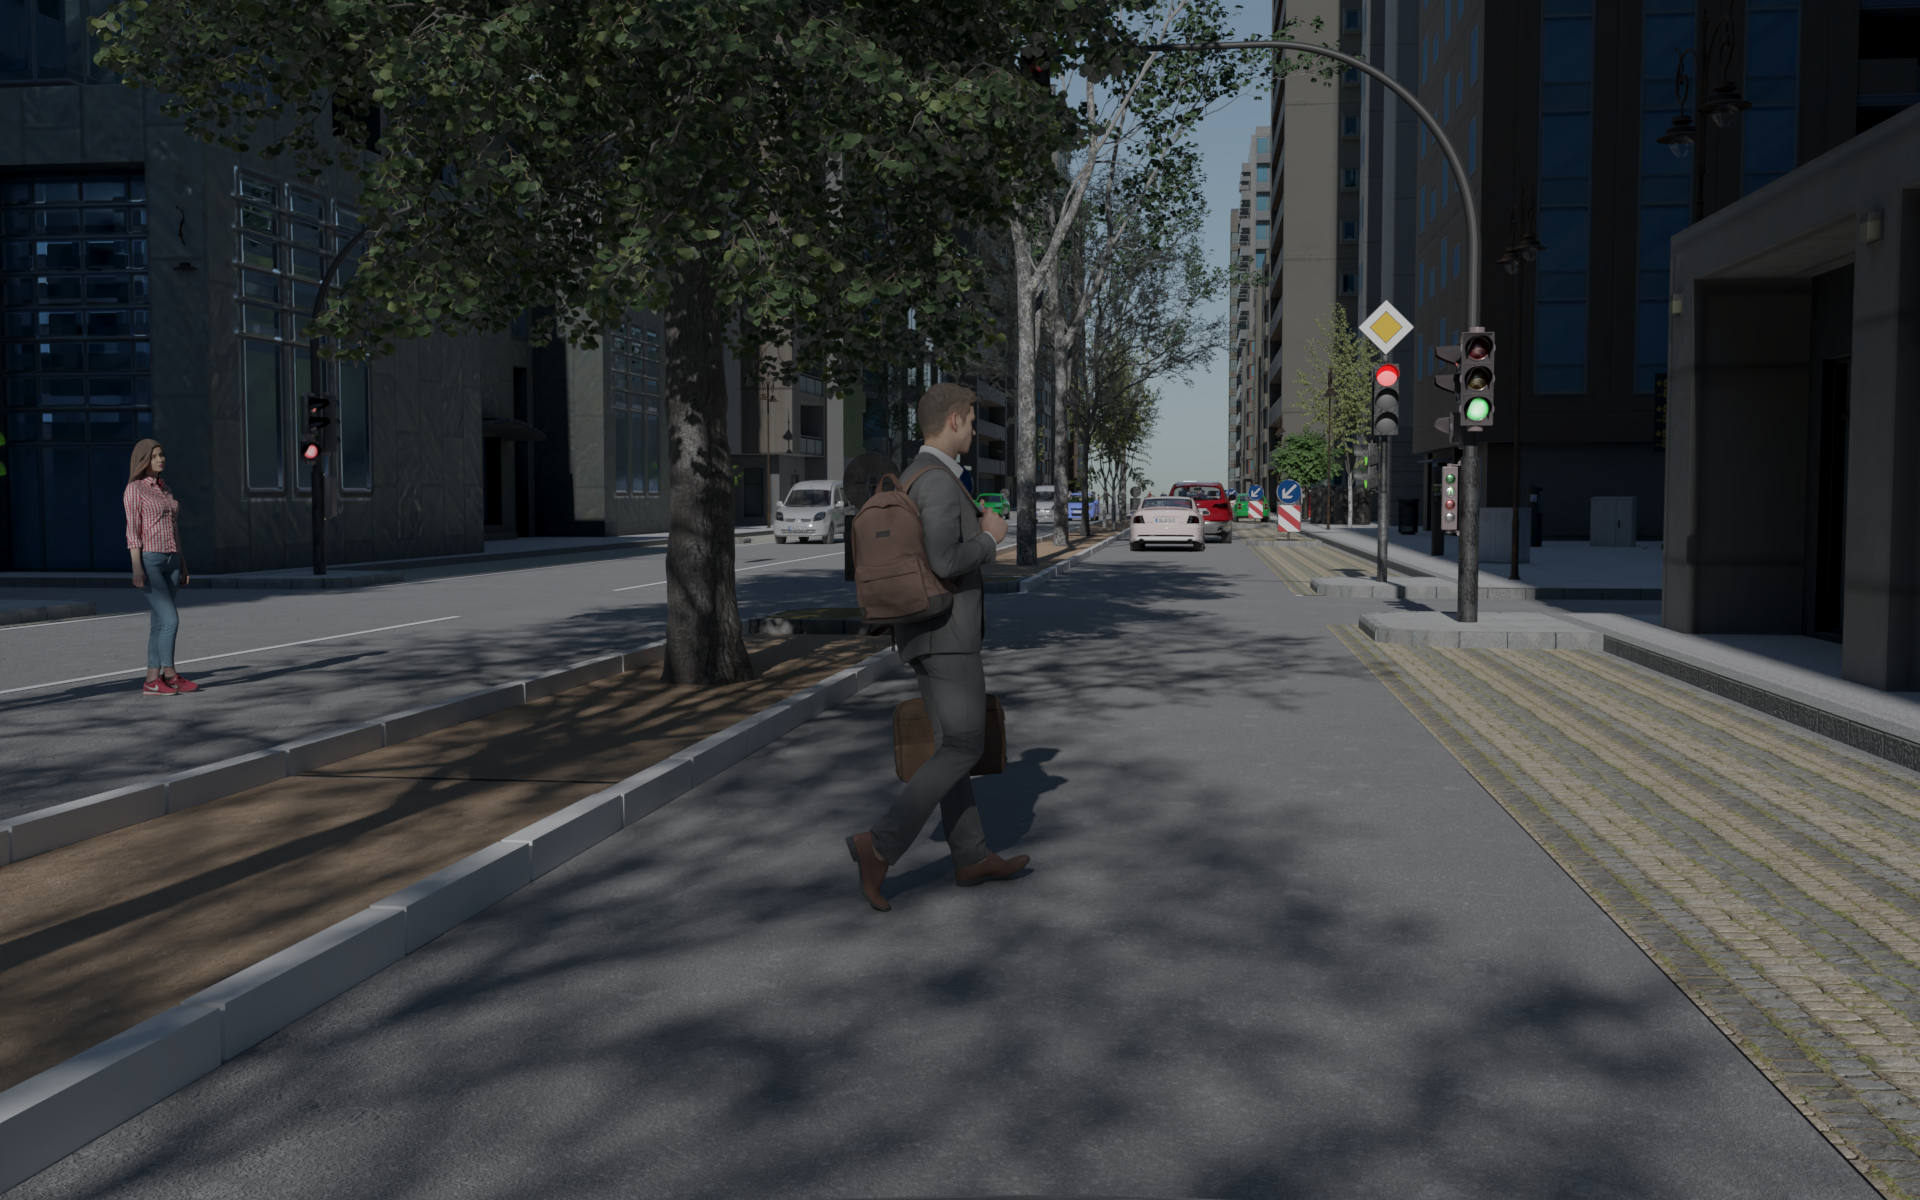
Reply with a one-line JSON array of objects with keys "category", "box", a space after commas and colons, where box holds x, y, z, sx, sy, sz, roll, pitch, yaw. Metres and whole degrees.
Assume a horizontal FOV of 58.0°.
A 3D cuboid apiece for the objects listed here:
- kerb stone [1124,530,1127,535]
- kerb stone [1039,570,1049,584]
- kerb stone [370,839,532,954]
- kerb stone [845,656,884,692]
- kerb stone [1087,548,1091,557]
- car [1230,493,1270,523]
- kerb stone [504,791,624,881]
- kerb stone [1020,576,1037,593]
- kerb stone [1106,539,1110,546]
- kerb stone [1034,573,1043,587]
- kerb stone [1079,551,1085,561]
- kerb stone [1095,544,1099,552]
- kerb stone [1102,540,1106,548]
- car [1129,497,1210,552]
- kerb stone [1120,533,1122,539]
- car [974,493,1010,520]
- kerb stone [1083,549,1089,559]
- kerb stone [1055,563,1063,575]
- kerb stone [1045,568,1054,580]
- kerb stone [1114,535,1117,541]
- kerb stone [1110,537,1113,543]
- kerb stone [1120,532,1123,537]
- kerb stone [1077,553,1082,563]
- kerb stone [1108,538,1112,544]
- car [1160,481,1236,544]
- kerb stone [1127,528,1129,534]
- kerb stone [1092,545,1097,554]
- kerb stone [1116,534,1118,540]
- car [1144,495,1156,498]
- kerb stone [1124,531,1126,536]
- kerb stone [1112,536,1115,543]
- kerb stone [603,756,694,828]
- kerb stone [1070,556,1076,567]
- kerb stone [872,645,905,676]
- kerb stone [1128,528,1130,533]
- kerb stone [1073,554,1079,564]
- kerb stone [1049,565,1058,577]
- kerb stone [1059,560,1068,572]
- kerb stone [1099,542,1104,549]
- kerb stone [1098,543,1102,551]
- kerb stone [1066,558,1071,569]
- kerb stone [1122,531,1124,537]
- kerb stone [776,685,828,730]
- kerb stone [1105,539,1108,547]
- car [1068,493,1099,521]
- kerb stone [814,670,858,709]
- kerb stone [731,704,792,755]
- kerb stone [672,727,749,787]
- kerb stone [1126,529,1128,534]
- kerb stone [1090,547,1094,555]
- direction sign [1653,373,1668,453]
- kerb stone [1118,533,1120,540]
[{"category": "kerb stone", "box": [5.453, -2.195, 58.225, 0.120, 0.150, 1.000, 0, 4, 8]}, {"category": "kerb stone", "box": [1.281, -0.338, 27.717, 0.120, 0.150, 1.000, 0, 4, 8]}, {"category": "kerb stone", "box": [-1.712, 0.997, 5.890, 0.120, 0.150, 1.000, 0, 4, 8]}, {"category": "kerb stone", "box": [-0.737, 0.564, 12.998, 0.120, 0.150, 1.000, 0, 4, 8]}, {"category": "kerb stone", "box": [2.806, -1.023, 38.915, 0.120, 0.150, 1.000, 0, 4, 8]}, {"category": "car", "box": [14.687, -4.825, 87.678, 1.959, 1.807, 4.718, 0, 4, 6]}, {"category": "kerb stone", "box": [-1.574, 0.935, 6.913, 0.120, 0.150, 1.000, 0, 4, 8]}, {"category": "kerb stone", "box": [0.996, -0.213, 25.693, 0.120, 0.150, 1.000, 0, 4, 8]}, {"category": "kerb stone", "box": [3.914, -1.518, 47.037, 0.120, 0.150, 1.000, 0, 4, 8]}, {"category": "kerb stone", "box": [1.136, -0.272, 26.705, 0.120, 0.150, 1.000, 0, 4, 8]}, {"category": "kerb stone", "box": [2.523, -0.895, 36.869, 0.120, 0.150, 1.000, 0, 4, 8]}, {"category": "kerb stone", "box": [3.225, -1.209, 41.966, 0.120, 0.150, 1.000, 0, 4, 8]}, {"category": "kerb stone", "box": [3.643, -1.395, 45.007, 0.120, 0.150, 1.000, 0, 4, 8]}, {"category": "car", "box": [5.373, -1.972, 44.612, 2.083, 1.381, 4.827, 1, 4, 9]}, {"category": "kerb stone", "box": [4.893, -1.955, 54.159, 0.120, 0.150, 1.000, 0, 4, 8]}, {"category": "car", "box": [1.719, -5.349, 96.256, 1.959, 1.807, 4.718, 1, 4, 9]}, {"category": "kerb stone", "box": [2.667, -0.960, 37.897, 0.120, 0.150, 1.000, 0, 4, 8]}, {"category": "kerb stone", "box": [1.694, -0.524, 30.768, 0.120, 0.150, 1.000, 0, 4, 8]}, {"category": "kerb stone", "box": [1.414, -0.400, 28.738, 0.120, 0.150, 1.000, 0, 4, 8]}, {"category": "kerb stone", "box": [4.475, -1.768, 51.103, 0.120, 0.150, 1.000, 0, 4, 8]}, {"category": "kerb stone", "box": [4.191, -1.644, 49.077, 0.120, 0.150, 1.000, 0, 4, 8]}, {"category": "kerb stone", "box": [5.031, -2.017, 55.173, 0.120, 0.150, 1.000, 0, 4, 8]}, {"category": "kerb stone", "box": [2.386, -0.835, 35.852, 0.120, 0.150, 1.000, 0, 4, 8]}, {"category": "kerb stone", "box": [4.060, -1.582, 48.063, 0.120, 0.150, 1.000, 0, 4, 8]}, {"category": "car", "box": [7.097, -2.633, 51.718, 2.281, 1.827, 5.304, 1, 4, 8]}, {"category": "kerb stone", "box": [5.722, -2.328, 60.255, 0.120, 0.150, 1.000, 0, 4, 8]}, {"category": "kerb stone", "box": [3.087, -1.147, 40.954, 0.120, 0.150, 1.000, 0, 4, 8]}, {"category": "kerb stone", "box": [4.608, -1.826, 52.118, 0.120, 0.150, 1.000, 0, 4, 8]}, {"category": "car", "box": [27.363, -14.408, 248.157, 1.945, 1.354, 3.894, 1, 4, 8]}, {"category": "kerb stone", "box": [5.305, -2.134, 57.214, 0.120, 0.150, 1.000, 0, 4, 8]}, {"category": "kerb stone", "box": [4.334, -1.706, 50.090, 0.120, 0.150, 1.000, 0, 4, 8]}, {"category": "kerb stone", "box": [-1.432, 0.877, 7.925, 0.120, 0.150, 1.000, 0, 4, 8]}, {"category": "kerb stone", "box": [2.114, -0.711, 33.812, 0.120, 0.150, 1.000, 0, 4, 8]}, {"category": "kerb stone", "box": [-0.603, 0.500, 14.014, 0.120, 0.150, 1.000, 0, 4, 8]}, {"category": "kerb stone", "box": [5.858, -2.390, 61.268, 0.120, 0.150, 1.000, 0, 4, 8]}, {"category": "kerb stone", "box": [2.246, -0.772, 34.831, 0.120, 0.150, 1.000, 0, 4, 8]}, {"category": "kerb stone", "box": [1.546, -0.462, 29.754, 0.120, 0.150, 1.000, 0, 4, 8]}, {"category": "kerb stone", "box": [1.832, -0.587, 31.786, 0.120, 0.150, 1.000, 0, 4, 8]}, {"category": "kerb stone", "box": [3.500, -1.333, 43.994, 0.120, 0.150, 1.000, 0, 4, 8]}, {"category": "kerb stone", "box": [3.363, -1.271, 42.979, 0.120, 0.150, 1.000, 0, 4, 8]}, {"category": "kerb stone", "box": [1.967, -0.648, 32.801, 0.120, 0.150, 1.000, 0, 4, 8]}, {"category": "kerb stone", "box": [5.171, -2.079, 56.188, 0.120, 0.150, 1.000, 0, 4, 8]}, {"category": "kerb stone", "box": [-1.020, 0.687, 10.970, 0.120, 0.150, 1.000, 0, 4, 8]}, {"category": "kerb stone", "box": [3.772, -1.457, 46.025, 0.120, 0.150, 1.000, 0, 4, 8]}, {"category": "car", "box": [6.460, -5.056, 92.256, 1.945, 1.707, 3.694, 1, 4, 10]}, {"category": "kerb stone", "box": [-0.878, 0.625, 11.983, 0.120, 0.150, 1.000, 0, 4, 8]}, {"category": "kerb stone", "box": [-1.155, 0.751, 9.954, 0.120, 0.150, 1.000, 0, 4, 8]}, {"category": "kerb stone", "box": [-1.292, 0.811, 8.938, 0.120, 0.150, 1.000, 0, 4, 8]}, {"category": "kerb stone", "box": [5.589, -2.266, 59.238, 0.120, 0.150, 1.000, 0, 4, 8]}, {"category": "kerb stone", "box": [2.938, -1.085, 39.929, 0.120, 0.150, 1.000, 0, 4, 8]}, {"category": "direction sign", "box": [13.403, -2.467, 32.326, 0.876, 3.537, 0.379, 2, 4, 29]}, {"category": "kerb stone", "box": [4.751, -1.892, 53.137, 0.120, 0.150, 1.000, 0, 4, 8]}]
